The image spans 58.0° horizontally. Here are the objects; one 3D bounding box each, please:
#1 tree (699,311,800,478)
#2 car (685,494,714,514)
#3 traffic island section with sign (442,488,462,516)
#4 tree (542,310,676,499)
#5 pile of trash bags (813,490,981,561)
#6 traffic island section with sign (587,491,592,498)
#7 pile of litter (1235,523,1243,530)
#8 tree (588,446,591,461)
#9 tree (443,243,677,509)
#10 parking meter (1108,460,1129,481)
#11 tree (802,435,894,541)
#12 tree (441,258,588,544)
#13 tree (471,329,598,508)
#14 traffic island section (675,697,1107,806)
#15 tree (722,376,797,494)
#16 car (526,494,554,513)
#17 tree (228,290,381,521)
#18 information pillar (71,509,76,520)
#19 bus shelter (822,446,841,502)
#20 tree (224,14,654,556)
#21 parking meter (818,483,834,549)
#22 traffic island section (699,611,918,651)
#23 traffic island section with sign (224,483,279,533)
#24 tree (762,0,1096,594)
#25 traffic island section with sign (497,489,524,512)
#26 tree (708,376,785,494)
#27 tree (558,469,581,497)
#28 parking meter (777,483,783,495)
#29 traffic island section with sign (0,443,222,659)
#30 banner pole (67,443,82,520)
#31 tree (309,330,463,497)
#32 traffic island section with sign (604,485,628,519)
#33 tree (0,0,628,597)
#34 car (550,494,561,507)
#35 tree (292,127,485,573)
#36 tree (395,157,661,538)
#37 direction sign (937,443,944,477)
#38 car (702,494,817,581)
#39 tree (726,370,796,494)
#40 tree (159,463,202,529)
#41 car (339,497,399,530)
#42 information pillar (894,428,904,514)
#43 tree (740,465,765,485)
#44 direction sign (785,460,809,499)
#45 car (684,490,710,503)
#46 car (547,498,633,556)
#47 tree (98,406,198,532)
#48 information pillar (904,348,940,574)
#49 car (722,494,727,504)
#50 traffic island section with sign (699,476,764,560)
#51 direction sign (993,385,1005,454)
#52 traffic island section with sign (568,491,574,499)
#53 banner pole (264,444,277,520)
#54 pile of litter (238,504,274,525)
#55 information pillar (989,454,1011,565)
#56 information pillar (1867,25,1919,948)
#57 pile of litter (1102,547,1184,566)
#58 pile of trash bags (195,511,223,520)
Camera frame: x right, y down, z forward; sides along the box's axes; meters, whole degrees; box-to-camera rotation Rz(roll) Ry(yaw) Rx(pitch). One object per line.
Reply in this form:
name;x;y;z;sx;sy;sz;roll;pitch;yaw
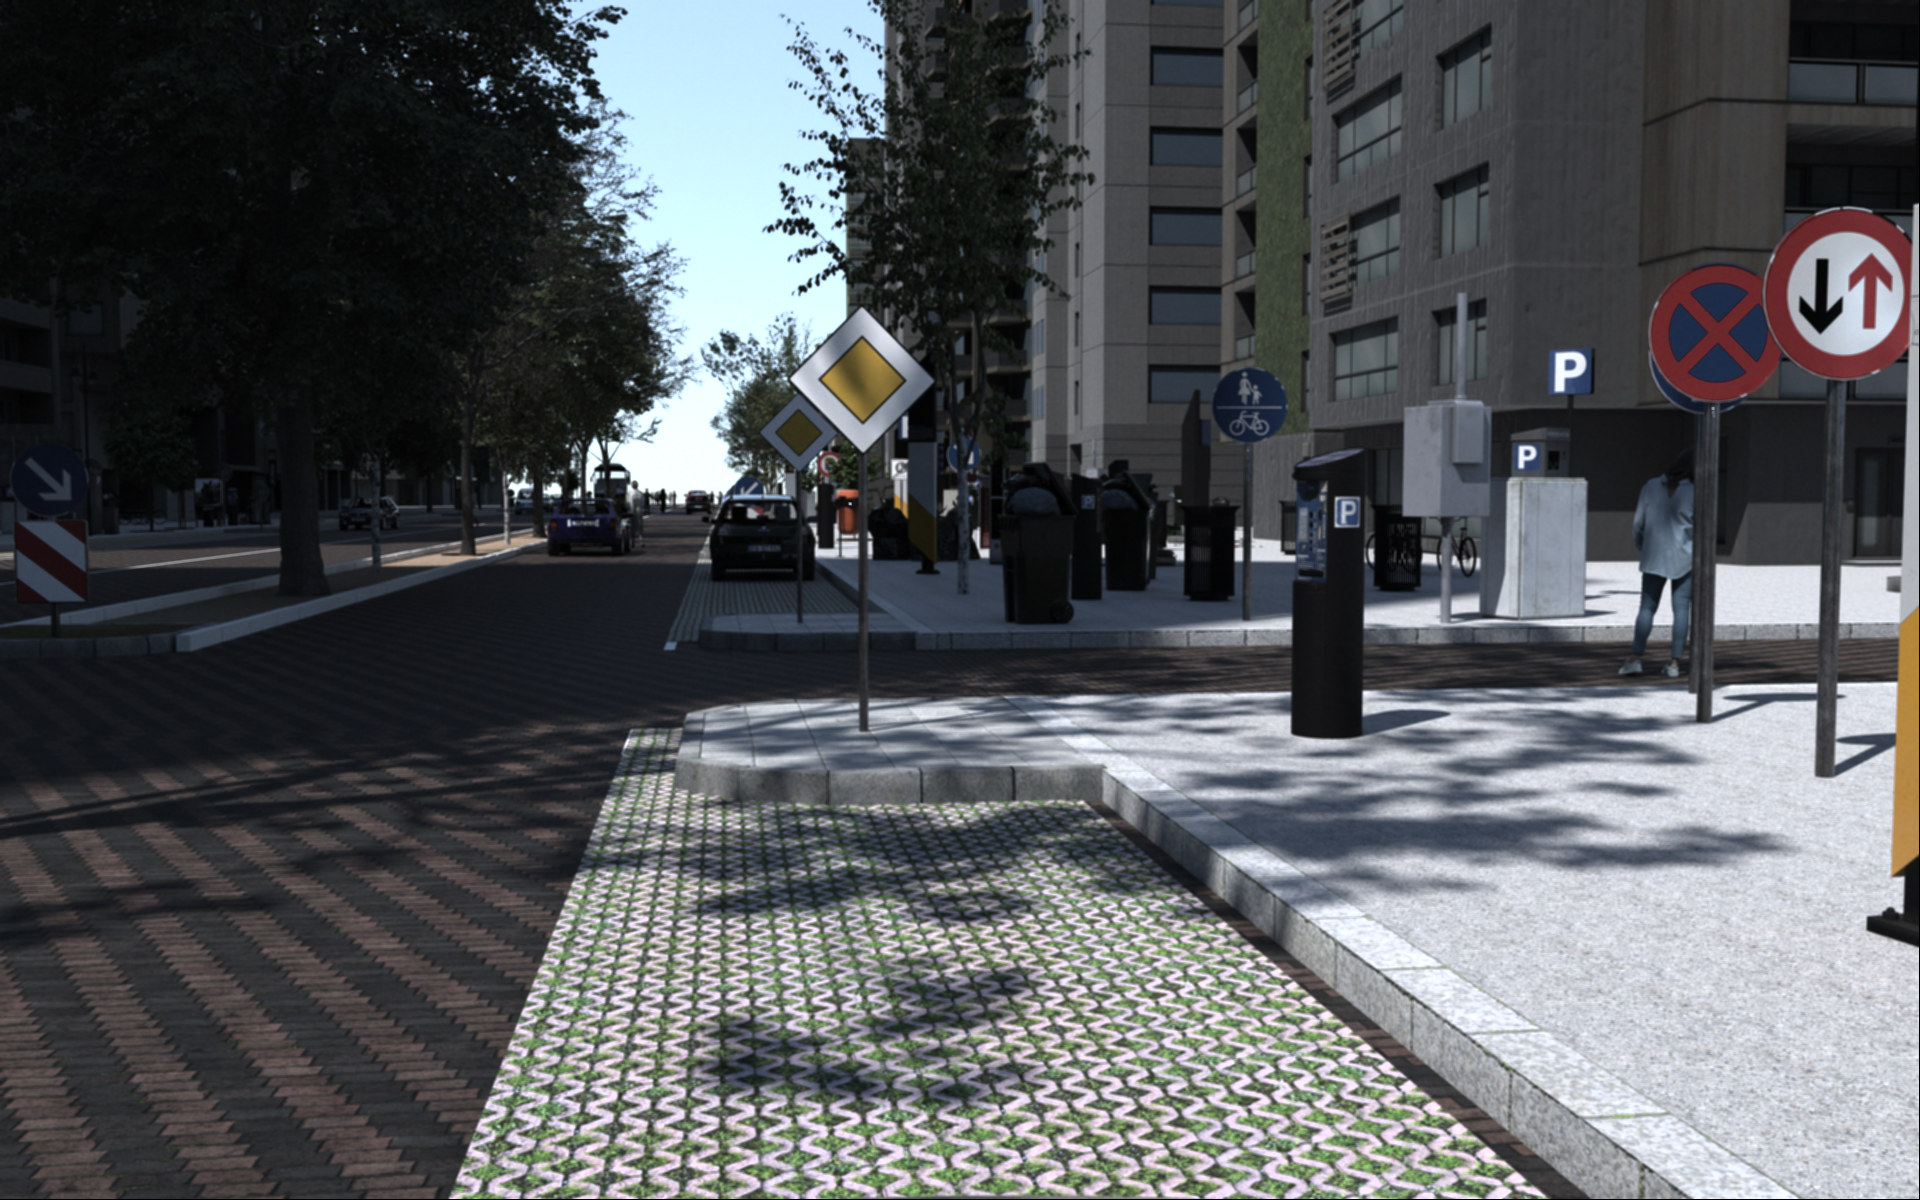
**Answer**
tree;-19.591;-19.700;177.991;12.611;20.169;13.585;0;3;0
car;-18.534;-6.929;123.079;2.009;1.686;4.222;0;4;-6
traffic island section with sign;-32.633;-6.377;112.889;1.989;1.847;2.006;0;4;-8
tree;-17.575;-9.632;85.693;9.928;11.665;9.643;0;3;0
pile of trash bags;-1.212;-1.510;34.442;3.447;1.369;1.912;3;5;40
traffic island section with sign;-47.512;-13.071;222.337;1.989;1.847;2.006;0;4;-8
pile of litter;9.391;-2.927;61.824;1.719;0.858;1.176;1;4;16
tree;-50.700;-16.986;228.088;4.360;8.622;3.978;0;3;0
tree;-14.653;-7.759;63.725;8.767;10.594;7.601;0;4;-8
parking meter;2.724;-1.475;29.836;0.255;1.863;0.399;-1;4;-14
tree;-3.030;-3.245;47.663;1.663;3.219;1.824;0;3;0
tree;-12.740;-5.849;48.447;4.360;8.622;3.978;0;3;0
tree;-41.811;-18.542;159.057;12.611;20.169;13.585;0;3;0
traffic island section;-0.500;0.790;9.372;2.009;0.180;2.903;0;4;-8
tree;-17.056;-13.988;154.454;9.928;11.665;9.643;0;3;0
car;-32.847;-7.746;135.437;1.959;1.807;4.718;0;4;-7
tree;-30.811;-9.529;81.562;9.928;11.665;9.643;0;3;0
information pillar;-40.808;-4.611;79.877;0.304;2.012;0.304;-3;5;-42
bus shelter;-6.206;-5.844;86.838;1.731;3.624;6.357;0;4;-8
tree;-11.477;-7.776;39.963;12.009;13.543;11.850;0;3;0
parking meter;-3.150;-1.977;40.739;0.372;1.533;0.369;0;3;0
traffic island section;-1.576;0.306;17.285;2.009;0.180;2.903;0;4;-8
traffic island section with sign;-26.038;-3.405;64.295;1.989;1.847;2.006;0;4;-8
tree;-0.123;-4.373;21.853;4.737;8.622;4.395;0;3;0
traffic island section with sign;-36.325;-8.036;140.017;1.989;1.847;2.006;0;4;-8
tree;-15.258;-12.344;136.233;8.767;10.594;7.601;-3;4;-36
tree;-48.691;-14.184;215.625;4.285;4.588;4.351;0;3;0
parking meter;-9.240;-5.087;88.881;0.255;1.863;0.399;-1;4;-9
traffic island section with sign;-8.176;-0.484;16.049;2.006;1.907;1.989;0;4;-8
banner pole;-43.370;-5.795;84.760;0.863;3.779;0.401;-1;4;-20
tree;-33.048;-11.137;99.094;9.611;12.733;9.660;0;3;0
traffic island section with sign;-18.304;-5.038;90.505;2.006;1.907;1.989;0;4;-8
tree;-9.198;-7.016;23.830;9.857;13.997;8.962;0;3;0
car;-40.969;-10.027;175.949;2.014;1.417;4.499;0;4;-7
tree;-10.609;-4.797;31.252;4.737;8.622;4.395;0;3;0
tree;-13.553;-8.261;55.646;7.486;12.596;7.792;0;3;0
direction sign;-1.058;-5.206;77.113;0.876;3.537;0.379;-3;5;-40
car;-3.441;-1.229;29.883;2.009;1.686;4.222;0;4;-8
tree;-11.388;-9.593;107.207;4.360;8.622;3.978;0;3;0
tree;-28.387;-4.190;63.115;1.663;3.219;1.824;0;3;0
car;-23.857;-3.509;69.957;1.945;1.354;3.894;0;4;-6
information pillar;-1.739;-3.749;52.645;0.504;3.616;0.183;0;4;5
tree;-22.820;-12.641;190.389;4.285;4.588;4.351;0;3;0
direction sign;-6.078;-4.433;64.471;0.876;3.537;0.379;0;4;-1
car;-23.323;-8.868;153.656;2.281;1.827;5.304;-1;4;-9
car;-8.820;-1.761;41.373;1.945;1.354;3.894;0;4;-7
tree;-27.582;-4.608;59.055;4.285;4.588;4.351;0;3;0
information pillar;-0.590;-2.228;27.776;0.504;3.616;0.183;2;4;25
car;-30.966;-13.619;232.266;1.945;1.707;3.694;-1;4;-9
traffic island section with sign;-4.789;-1.821;38.405;1.989;1.847;2.006;0;4;-8
direction sign;0.811;-2.714;36.376;0.379;3.537;0.876;1;4;16
traffic island section with sign;-43.883;-11.437;195.626;1.989;1.847;2.006;0;4;-8
banner pole;-34.268;-5.870;85.989;0.863;3.779;0.401;1;4;15
pile of litter;-29.803;-3.601;72.834;1.719;0.858;1.176;-1;4;-13
information pillar;0.725;-1.657;31.581;0.304;2.012;0.304;1;4;22
information pillar;2.816;-0.820;4.758;0.183;3.616;0.504;-1;4;-15
pile of litter;3.367;-1.037;30.918;1.719;0.858;1.176;0;4;2
pile of trash bags;-38.611;-4.722;86.955;3.447;1.369;1.912;2;4;30
